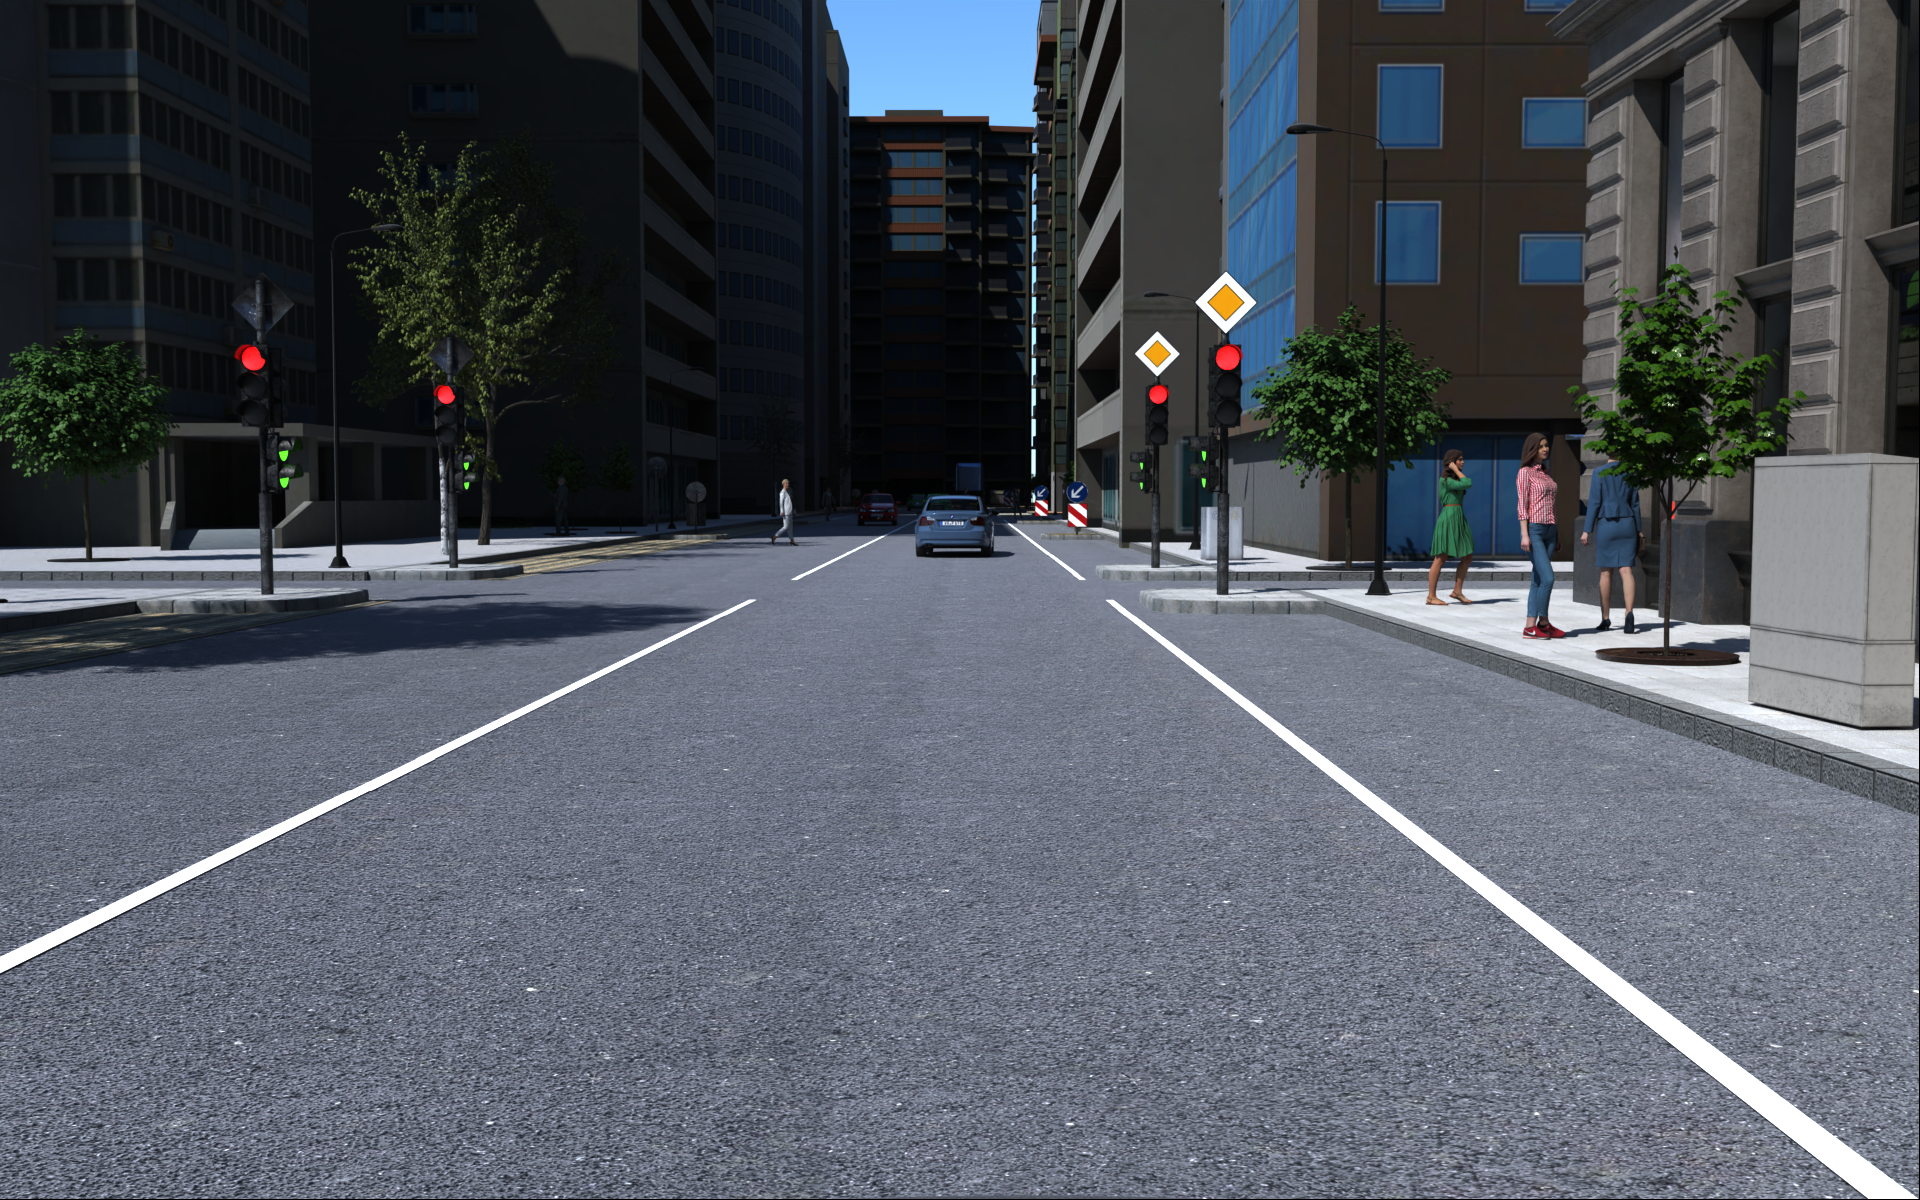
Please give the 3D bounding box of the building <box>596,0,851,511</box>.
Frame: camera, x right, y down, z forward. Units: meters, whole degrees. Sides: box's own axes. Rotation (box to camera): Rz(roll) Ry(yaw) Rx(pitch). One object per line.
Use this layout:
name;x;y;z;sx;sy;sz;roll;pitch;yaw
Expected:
building;-21.984;-33.357;169.087;21.600;48.544;21.300;0;4;0

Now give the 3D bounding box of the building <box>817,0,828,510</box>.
building;-18.225;-29.983;140.327;14.600;45.320;14.200;0;4;0

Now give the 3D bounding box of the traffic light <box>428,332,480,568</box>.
traffic light;-8.786;-2.512;29.999;0.839;4.253;0.868;0;4;0

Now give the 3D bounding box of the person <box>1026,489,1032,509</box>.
person;5.835;-8.548;146.726;0.541;1.710;0.530;1;4;22

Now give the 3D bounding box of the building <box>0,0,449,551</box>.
building;-32.034;-21.695;46.593;32.217;40.220;23.993;0;4;0

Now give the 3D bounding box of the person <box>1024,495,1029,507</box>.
person;6.461;-9.921;168.701;0.568;1.767;0.683;1;4;18

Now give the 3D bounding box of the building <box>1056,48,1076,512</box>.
building;14.063;-21.056;115.969;14.160;30.474;14.107;0;4;0

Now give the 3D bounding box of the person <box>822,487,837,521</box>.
person;-7.006;-5.127;92.445;0.709;1.813;0.853;-3;5;-41

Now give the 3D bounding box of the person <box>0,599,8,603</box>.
person;-11.563;-0.866;20.116;0.836;1.842;0.656;-2;4;-26

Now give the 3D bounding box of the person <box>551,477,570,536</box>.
person;-12.176;-2.837;52.598;0.590;1.801;0.661;0;4;4

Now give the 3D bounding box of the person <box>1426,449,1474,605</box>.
person;5.669;-0.839;20.009;0.529;1.795;0.600;1;4;20

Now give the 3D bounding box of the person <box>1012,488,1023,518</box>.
person;3.387;-5.675;101.563;0.573;1.790;0.520;2;4;35

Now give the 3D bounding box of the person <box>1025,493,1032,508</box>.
person;6.155;-9.165;155.764;0.709;1.838;0.599;0;4;5

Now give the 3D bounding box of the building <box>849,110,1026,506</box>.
building;-5.894;-33.381;200.404;28.867;44.769;22.147;0;4;0

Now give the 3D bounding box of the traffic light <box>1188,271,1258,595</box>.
traffic light;3.329;-2.021;21.959;0.839;4.253;0.868;0;4;0

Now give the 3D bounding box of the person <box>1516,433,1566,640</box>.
person;5.111;-0.566;15.304;0.388;1.821;0.555;3;5;41

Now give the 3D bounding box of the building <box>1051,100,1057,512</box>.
building;13.812;-21.917;130.052;14.160;30.474;14.107;0;4;0

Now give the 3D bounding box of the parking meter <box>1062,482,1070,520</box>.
parking meter;5.249;-4.900;85.832;0.255;1.863;0.399;-1;4;-18

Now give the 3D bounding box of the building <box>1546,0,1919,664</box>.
building;12.025;-11.118;10.653;11.050;23.489;19.941;0;4;0

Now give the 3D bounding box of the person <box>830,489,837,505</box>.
person;-11.725;-9.196;157.227;1.217;1.723;0.721;-2;4;-30

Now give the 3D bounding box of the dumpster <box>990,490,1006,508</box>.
dumpster;4.008;-10.555;180.790;1.865;1.857;1.264;0;4;-1

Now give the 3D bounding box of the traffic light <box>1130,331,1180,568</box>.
traffic light;3.375;-2.509;29.944;0.839;4.253;0.868;0;4;0

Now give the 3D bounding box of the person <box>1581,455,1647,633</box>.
person;6.076;-0.612;16.075;0.581;1.822;0.654;1;4;12

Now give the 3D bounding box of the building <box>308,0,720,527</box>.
building;-23.015;-27.726;77.026;21.300;48.544;21.600;0;4;0

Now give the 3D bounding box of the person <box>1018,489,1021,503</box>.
person;6.189;-10.763;182.162;0.705;1.807;1.348;1;4;20

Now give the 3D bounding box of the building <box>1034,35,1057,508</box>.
building;18.124;-31.229;165.218;22.147;44.769;28.867;0;4;0

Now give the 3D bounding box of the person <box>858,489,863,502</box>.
person;-9.871;-10.049;171.076;0.721;1.736;1.217;2;4;26

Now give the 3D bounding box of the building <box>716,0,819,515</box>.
building;-21.455;-35.251;118.355;21.231;58.520;28.212;0;4;0

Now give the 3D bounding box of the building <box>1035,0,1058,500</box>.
building;23.154;-40.161;198.633;28.212;58.520;21.231;0;4;0

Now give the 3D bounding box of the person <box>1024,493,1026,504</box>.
person;6.453;-9.810;169.670;0.421;1.427;0.697;1;4;9

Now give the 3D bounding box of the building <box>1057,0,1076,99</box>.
building;14.961;-28.154;143.907;14.154;41.232;14.086;0;4;0

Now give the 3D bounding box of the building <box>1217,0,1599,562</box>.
building;13.750;-23.730;38.091;14.200;45.320;14.600;0;4;0

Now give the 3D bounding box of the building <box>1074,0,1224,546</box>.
building;14.999;-26.369;54.836;21.300;48.544;21.600;0;4;0

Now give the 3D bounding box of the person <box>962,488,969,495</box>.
person;0.231;-4.979;90.329;0.534;1.772;0.576;1;4;11

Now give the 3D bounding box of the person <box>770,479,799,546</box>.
person;-4.850;-2.412;47.813;0.818;1.842;0.514;-1;4;-8

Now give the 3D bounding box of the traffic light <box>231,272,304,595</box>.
traffic light;-8.833;-2.024;22.014;0.839;4.253;0.868;0;4;0

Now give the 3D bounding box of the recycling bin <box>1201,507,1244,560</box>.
recycling bin;5.112;-1.299;33.786;0.722;1.027;0.722;0;4;-2
